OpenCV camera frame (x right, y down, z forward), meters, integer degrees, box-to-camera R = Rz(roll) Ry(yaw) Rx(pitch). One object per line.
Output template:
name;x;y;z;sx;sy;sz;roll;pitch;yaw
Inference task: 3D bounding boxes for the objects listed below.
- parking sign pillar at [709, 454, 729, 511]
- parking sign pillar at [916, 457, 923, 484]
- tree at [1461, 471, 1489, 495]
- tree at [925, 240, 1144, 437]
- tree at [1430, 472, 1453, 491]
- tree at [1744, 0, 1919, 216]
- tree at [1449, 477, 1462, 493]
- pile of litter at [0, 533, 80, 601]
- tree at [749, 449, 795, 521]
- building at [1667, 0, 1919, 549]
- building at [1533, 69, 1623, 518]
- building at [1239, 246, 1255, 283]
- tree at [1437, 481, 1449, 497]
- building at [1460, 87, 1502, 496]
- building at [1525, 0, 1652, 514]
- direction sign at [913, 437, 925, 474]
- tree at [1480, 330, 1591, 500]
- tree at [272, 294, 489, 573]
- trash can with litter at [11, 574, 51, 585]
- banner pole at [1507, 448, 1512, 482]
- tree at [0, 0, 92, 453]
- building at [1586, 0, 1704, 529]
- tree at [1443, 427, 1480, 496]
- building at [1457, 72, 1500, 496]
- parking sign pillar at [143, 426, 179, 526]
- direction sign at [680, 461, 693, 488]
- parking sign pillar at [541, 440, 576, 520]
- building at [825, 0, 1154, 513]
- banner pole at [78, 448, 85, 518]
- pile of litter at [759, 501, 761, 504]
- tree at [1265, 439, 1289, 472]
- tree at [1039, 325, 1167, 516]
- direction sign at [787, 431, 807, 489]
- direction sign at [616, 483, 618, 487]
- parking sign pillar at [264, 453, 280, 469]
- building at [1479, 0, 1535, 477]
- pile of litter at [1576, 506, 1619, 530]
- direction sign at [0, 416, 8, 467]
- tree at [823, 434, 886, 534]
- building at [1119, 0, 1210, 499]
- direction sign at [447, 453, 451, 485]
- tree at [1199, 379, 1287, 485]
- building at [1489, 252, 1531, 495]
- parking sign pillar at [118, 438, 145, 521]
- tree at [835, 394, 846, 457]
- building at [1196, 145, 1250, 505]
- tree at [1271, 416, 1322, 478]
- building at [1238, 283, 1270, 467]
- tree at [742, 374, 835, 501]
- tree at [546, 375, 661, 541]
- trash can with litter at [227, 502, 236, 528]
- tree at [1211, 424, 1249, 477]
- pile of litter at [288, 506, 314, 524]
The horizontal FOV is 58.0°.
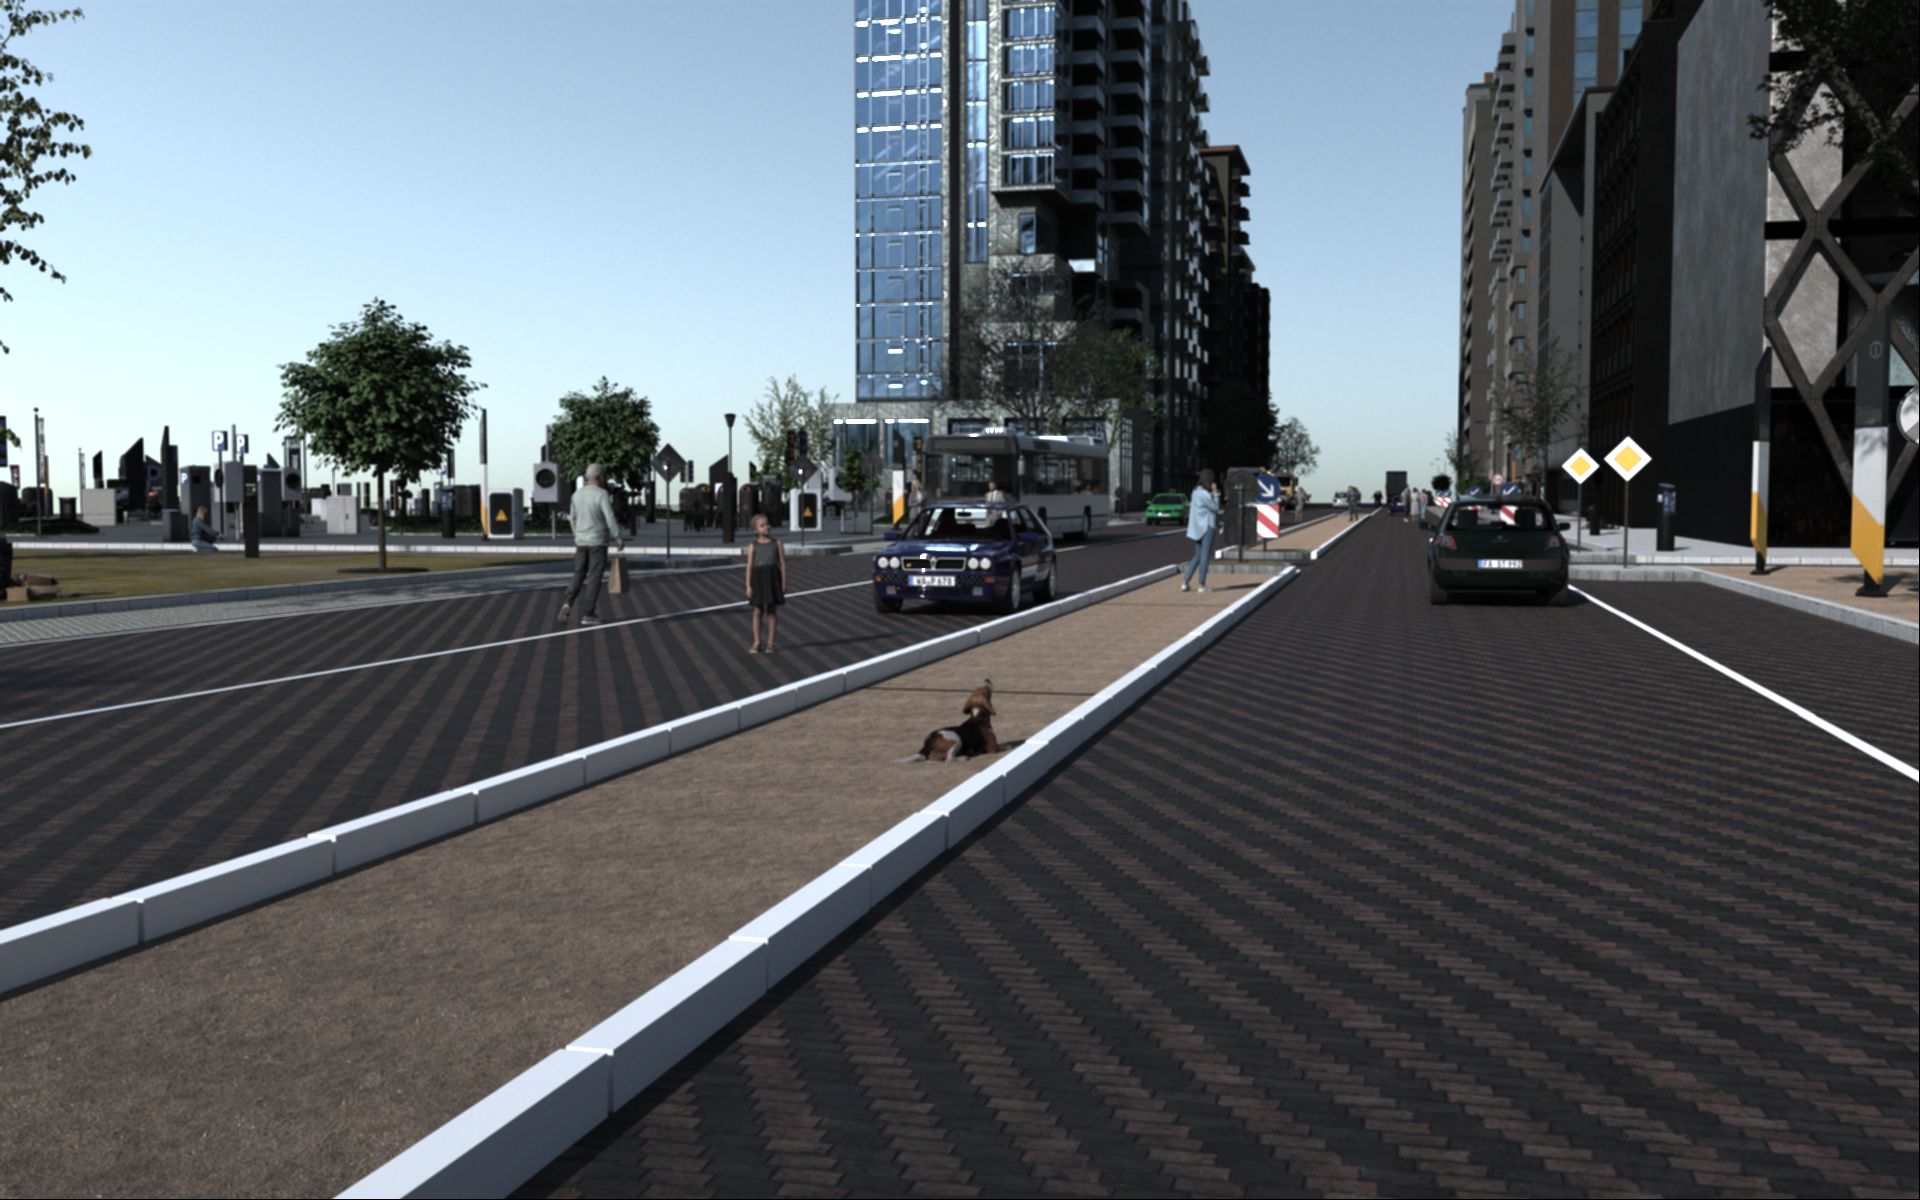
parking sign pillar;-16.265;-7.865;117.061;1.447;3.967;1.447;0;4;4
parking sign pillar;-1.762;-6.548;95.532;1.447;3.967;1.447;0;4;-6
tree;40.467;-8.591;135.066;1.663;3.219;1.824;0;3;0
tree;3.584;-10.588;83.485;12.009;13.543;11.850;0;3;0
tree;71.149;-16.634;255.677;4.285;4.588;4.351;0;3;0
tree;10.439;-4.882;14.235;7.601;10.594;8.767;-3;5;-43
tree;51.845;-11.248;178.503;1.663;3.219;1.824;0;3;0
pile of litter;-11.535;-0.434;21.057;1.176;0.858;1.719;3;4;37
tree;-8.315;-4.890;74.548;1.663;3.219;1.824;0;3;0
building;28.342;-10.797;43.988;16.811;18.784;16.820;1;4;14
building;39.462;-16.753;92.971;14.314;24.678;30.058;1;4;14
building;30.029;-34.474;255.533;32.217;40.220;23.993;1;4;14
tree;68.205;-15.329;245.230;1.663;3.219;1.824;0;3;0
building;70.252;-35.334;201.420;21.300;48.544;21.600;1;4;14
building;45.494;-28.399;114.435;14.600;45.320;14.200;1;4;14
direction sign;-1.405;-4.666;68.290;0.876;3.537;0.379;1;4;8
tree;25.805;-7.765;77.326;4.360;8.622;3.978;0;3;0
tree;-9.499;-2.748;28.642;4.285;4.588;4.351;0;3;0
trash can with litter;-14.022;-0.813;24.354;2.233;1.210;1.678;-1;4;-11
banner pole;29.875;-6.378;94.291;0.401;3.779;0.863;2;4;33
tree;-11.642;-4.211;19.207;4.737;8.622;4.395;0;3;0
building;32.889;-14.694;69.929;12.332;23.373;15.834;1;4;14
tree;55.143;-14.684;190.438;4.360;8.622;3.978;0;3;0
building;82.286;-43.122;247.038;21.231;58.520;28.212;1;4;14
parking sign pillar;-31.544;-4.932;69.103;1.447;3.967;1.447;-2;4;-32
direction sign;-18.443;-7.645;116.992;0.876;3.537;0.379;-1;4;-18
parking sign pillar;-15.631;-4.833;67.498;1.447;3.967;1.447;1;4;17
building;3.759;-50.113;132.024;22.319;86.520;31.000;1;4;14
banner pole;-47.672;-6.365;94.077;0.863;3.779;0.401;3;5;44
pile of litter;-13.088;-6.169;114.820;1.719;0.858;1.176;-3;5;-39
tree;40.215;-16.715;223.653;4.737;8.622;4.395;0;3;0
tree;8.578;-10.866;103.419;9.928;11.665;9.643;0;3;0
direction sign;-5.846;-4.292;62.175;0.876;3.537;0.379;-3;5;-42
direction sign;-17.966;-6.036;90.690;0.876;3.537;0.379;3;4;36
parking sign pillar;-45.352;-7.691;114.216;1.447;3.967;1.447;3;4;38
building;61.881;-33.240;163.090;23.786;49.044;30.456;1;4;14
pile of litter;23.345;-3.018;63.307;1.176;0.858;1.719;-1;4;-13
direction sign;-28.018;-3.551;50.059;0.876;3.537;0.379;-2;4;-30
tree;-3.456;-3.726;55.525;1.663;3.219;1.824;0;3;0
building;11.536;-33.298;164.031;23.786;49.044;30.456;1;4;14
direction sign;-25.265;-5.732;85.722;0.379;3.537;0.876;0;4;-5
tree;30.622;-17.231;188.384;9.857;13.997;8.962;0;3;0
building;56.429;-17.709;134.588;27.650;21.520;28.899;1;4;14
parking sign pillar;-39.293;-5.729;82.147;1.447;3.967;1.447;1;4;11
tree;-9.851;-10.259;118.098;4.737;8.622;4.395;0;3;0
building;24.103;-34.276;215.029;22.147;44.769;28.867;1;4;14
tree;51.327;-21.986;269.834;12.009;13.543;11.850;0;3;0
building;34.375;-28.343;235.108;14.160;30.474;14.107;1;4;14
tree;-10.846;-9.489;105.514;4.737;8.622;4.395;0;3;0
tree;-9.809;-3.935;48.052;4.285;4.588;4.351;0;3;0
trash can with litter;-27.363;-3.365;66.073;1.678;1.210;2.233;-1;4;-14
tree;28.208;-14.042;179.941;4.360;8.622;3.978;0;3;0
pile of litter;-28.908;-3.777;75.723;1.176;0.858;1.719;-2;4;-32
